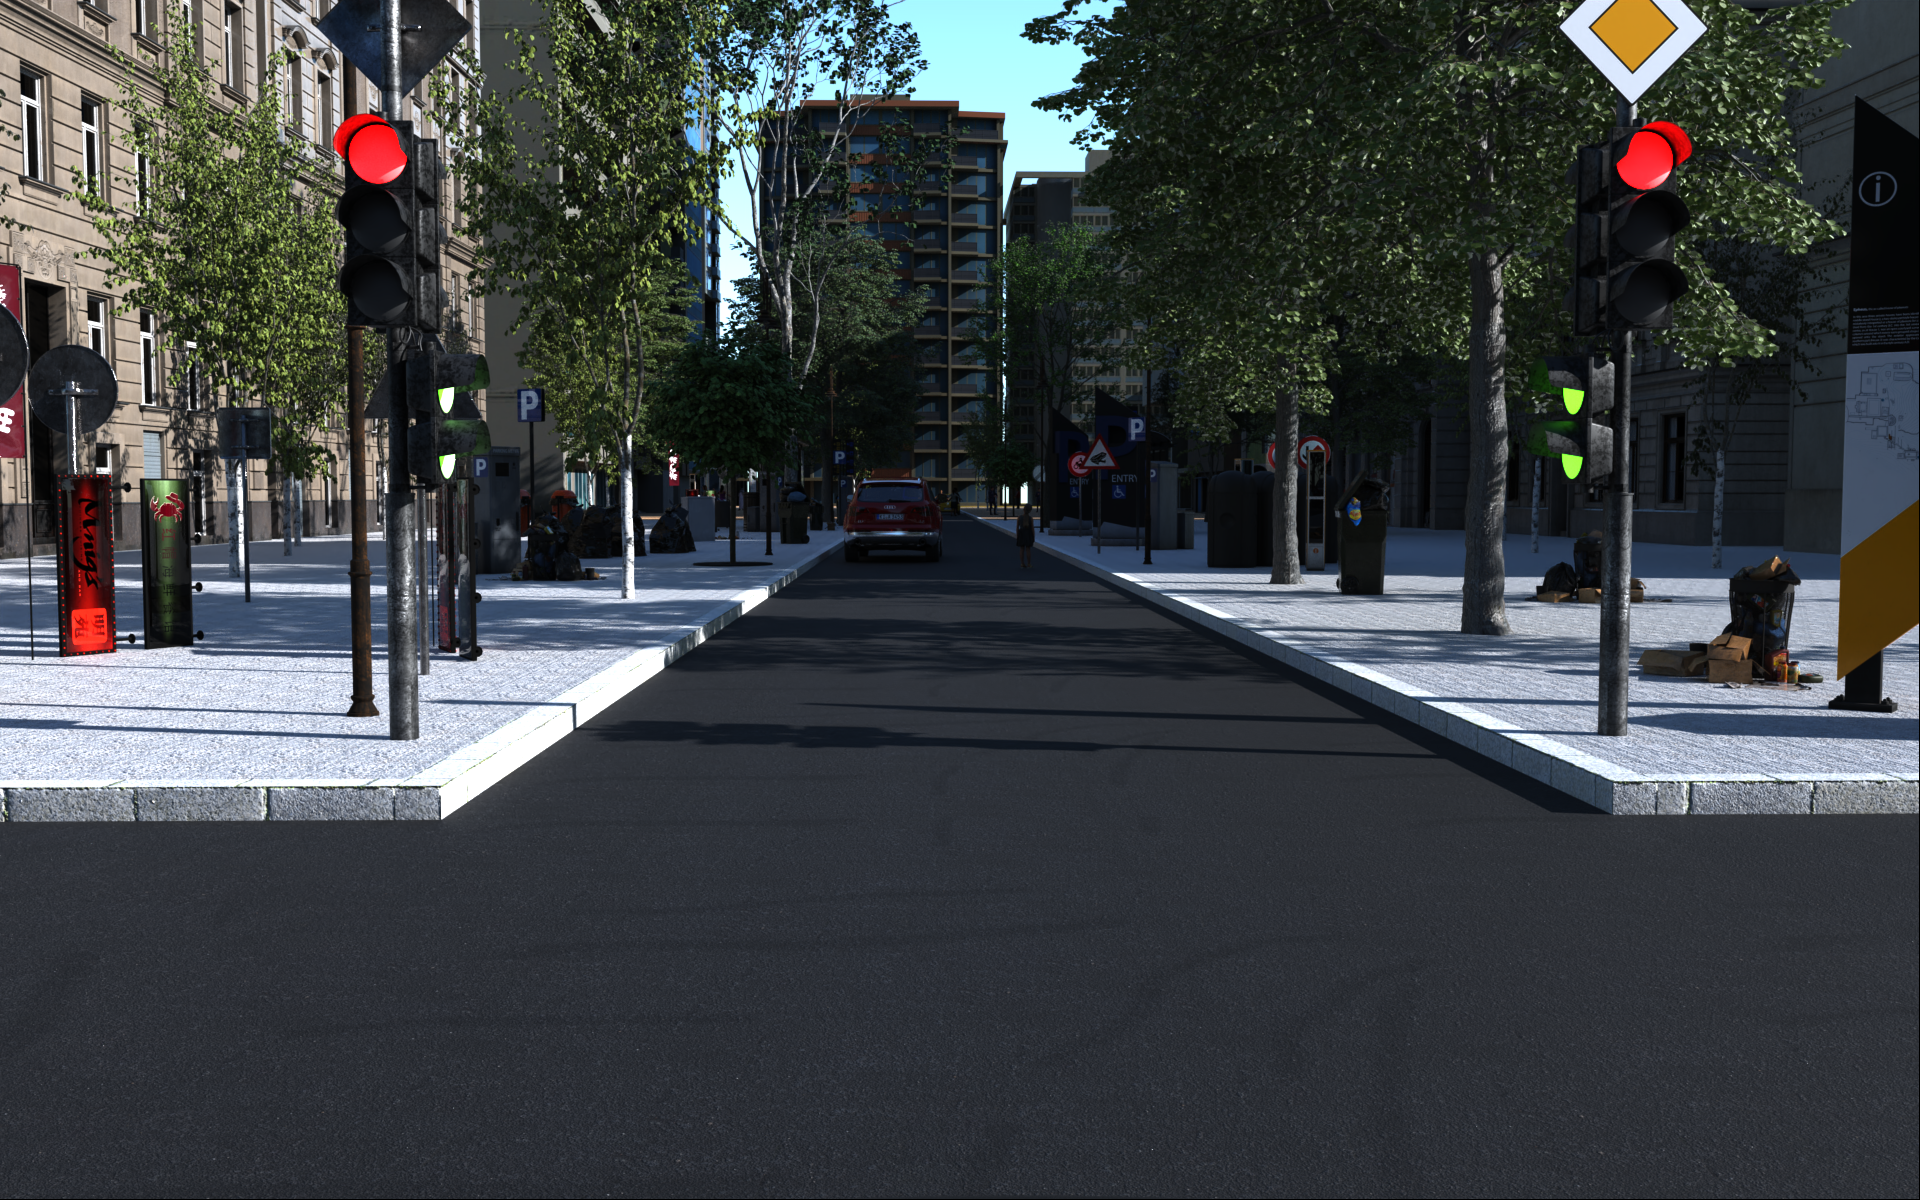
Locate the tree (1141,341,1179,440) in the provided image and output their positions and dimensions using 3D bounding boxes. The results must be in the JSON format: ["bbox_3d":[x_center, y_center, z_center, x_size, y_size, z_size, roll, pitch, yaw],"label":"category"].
[{"bbox_3d":[11.688,-8.855,79.188,7.601,10.594,8.767,1,4,12],"label":"tree"}]

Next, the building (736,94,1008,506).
[{"bbox_3d":[-9.458,-32.913,192.746,28.867,44.769,22.147,0,4,-1],"label":"building"}]

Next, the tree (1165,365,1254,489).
[{"bbox_3d":[10.446,-7.415,71.597,4.737,8.622,4.395,0,3,0],"label":"tree"}]

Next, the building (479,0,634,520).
[{"bbox_3d":[-30.487,-28.794,94.488,21.300,48.544,21.600,0,4,-1],"label":"building"}]

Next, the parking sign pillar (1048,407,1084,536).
[{"bbox_3d":[3.461,-3.993,53.756,1.447,3.967,1.447,-2,4,-26],"label":"parking sign pillar"}]

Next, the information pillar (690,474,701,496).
[{"bbox_3d":[-9.606,-3.575,62.943,0.304,2.012,0.304,3,5,43],"label":"information pillar"}]

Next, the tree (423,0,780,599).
[{"bbox_3d":[-4.314,-4.319,20.981,4.737,8.622,4.395,0,3,0],"label":"tree"}]

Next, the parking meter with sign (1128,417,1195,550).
[{"bbox_3d":[4.675,-2.668,39.880,1.738,3.016,0.543,-3,5,-40],"label":"parking meter with sign"}]

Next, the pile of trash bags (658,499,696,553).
[{"bbox_3d":[-7.522,-1.755,38.446,3.447,1.369,1.912,1,4,15],"label":"pile of trash bags"}]

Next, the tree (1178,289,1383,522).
[{"bbox_3d":[12.144,-7.967,64.678,7.601,10.594,8.767,0,4,8],"label":"tree"}]

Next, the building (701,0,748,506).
[{"bbox_3d":[-39.577,-53.691,190.521,31.000,86.520,22.319,0,4,-1],"label":"building"}]

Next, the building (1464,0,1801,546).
[{"bbox_3d":[22.612,-11.416,51.286,10.561,19.102,19.286,0,4,-1],"label":"building"}]

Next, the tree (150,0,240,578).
[{"bbox_3d":[-11.125,-4.638,26.199,4.737,8.622,4.395,0,3,0],"label":"tree"}]

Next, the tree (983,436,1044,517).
[{"bbox_3d":[2.967,-6.979,97.814,4.285,4.588,4.351,0,3,0],"label":"tree"}]

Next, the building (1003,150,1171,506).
[{"bbox_3d":[17.254,-30.961,198.092,23.993,40.220,32.217,0,4,-1],"label":"building"}]

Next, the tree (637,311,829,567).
[{"bbox_3d":[-4.059,-2.902,31.164,4.285,4.588,4.351,0,3,0],"label":"tree"}]

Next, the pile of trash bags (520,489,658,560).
[{"bbox_3d":[-7.913,-1.524,34.677,1.912,1.369,3.447,2,4,25],"label":"pile of trash bags"}]

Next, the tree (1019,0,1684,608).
[{"bbox_3d":[4.729,-6.475,23.995,7.486,12.596,7.792,0,3,0],"label":"tree"}]

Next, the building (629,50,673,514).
[{"bbox_3d":[-26.860,-20.871,112.948,14.160,30.474,14.107,0,4,-1],"label":"building"}]

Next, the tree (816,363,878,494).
[{"bbox_3d":[-5.747,-8.668,92.082,4.737,8.622,4.395,0,3,0],"label":"tree"}]

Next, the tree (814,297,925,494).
[{"bbox_3d":[-5.863,-11.075,99.209,7.486,12.596,7.792,0,3,0],"label":"tree"}]

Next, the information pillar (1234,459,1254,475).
[{"bbox_3d":[5.893,-1.925,35.961,0.304,2.012,0.304,-1,4,-17],"label":"information pillar"}]

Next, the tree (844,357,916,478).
[{"bbox_3d":[-6.781,-12.525,130.541,9.928,11.665,9.643,0,3,0],"label":"tree"}]

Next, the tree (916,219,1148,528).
[{"bbox_3d":[3.419,-8.544,65.442,9.928,11.665,9.643,0,3,0],"label":"tree"}]

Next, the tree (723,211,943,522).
[{"bbox_3d":[-5.941,-10.526,78.758,9.857,13.997,8.962,0,3,0],"label":"tree"}]

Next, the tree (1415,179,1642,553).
[{"bbox_3d":[12.698,-5.348,37.795,4.737,8.622,4.395,0,3,0],"label":"tree"}]

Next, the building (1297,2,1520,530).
[{"bbox_3d":[22.567,-14.133,72.881,13.314,21.916,24.055,0,4,-1],"label":"building"}]

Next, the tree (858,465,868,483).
[{"bbox_3d":[-6.169,-7.061,110.046,1.663,3.219,1.824,0,3,0],"label":"tree"}]

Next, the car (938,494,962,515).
[{"bbox_3d":[-0.857,-6.713,119.978,2.015,1.641,3.980,0,4,-1],"label":"car"}]

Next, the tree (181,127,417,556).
[{"bbox_3d":[-13.777,-5.231,35.887,4.360,8.622,3.978,0,3,0],"label":"tree"}]

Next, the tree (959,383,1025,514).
[{"bbox_3d":[2.148,-10.017,114.136,4.737,8.622,4.395,0,3,0],"label":"tree"}]

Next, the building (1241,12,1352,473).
[{"bbox_3d":[22.878,-25.264,96.658,14.154,41.232,14.086,0,4,-1],"label":"building"}]

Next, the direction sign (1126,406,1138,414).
[{"bbox_3d":[4.203,-3.212,44.520,0.876,3.537,0.379,-2,4,-31],"label":"direction sign"}]

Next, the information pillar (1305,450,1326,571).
[{"bbox_3d":[5.953,-1.498,28.988,0.304,2.012,0.304,0,4,7],"label":"information pillar"}]

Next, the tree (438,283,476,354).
[{"bbox_3d":[-15.814,-5.983,48.188,4.360,8.622,3.978,0,3,0],"label":"tree"}]

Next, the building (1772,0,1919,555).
[{"bbox_3d":[32.930,-12.115,31.368,30.059,22.955,16.112,0,4,-1],"label":"building"}]

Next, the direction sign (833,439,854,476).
[{"bbox_3d":[-4.831,-4.882,71.824,0.876,3.537,0.379,0,4,-5],"label":"direction sign"}]

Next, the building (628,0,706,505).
[{"bbox_3d":[-28.315,-29.821,137.690,14.200,45.320,14.600,0,4,-1],"label":"building"}]

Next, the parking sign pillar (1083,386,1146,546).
[{"bbox_3d":[3.976,-3.335,43.007,1.447,3.967,1.447,1,4,14],"label":"parking sign pillar"}]

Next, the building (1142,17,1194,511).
[{"bbox_3d":[29.041,-33.204,132.116,28.713,52.752,27.495,0,4,-1],"label":"building"}]

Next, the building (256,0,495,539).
[{"bbox_3d":[-25.348,-16.102,60.531,12.463,27.353,25.104,0,4,-1],"label":"building"}]

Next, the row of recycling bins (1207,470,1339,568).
[{"bbox_3d":[5.748,-1.481,31.332,1.069,1.692,3.534,3,5,44],"label":"row of recycling bins"}]

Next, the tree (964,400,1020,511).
[{"bbox_3d":[2.344,-11.140,132.505,4.360,8.622,3.978,0,3,0],"label":"tree"}]

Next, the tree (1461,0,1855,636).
[{"bbox_3d":[4.422,-5.956,15.514,7.486,12.596,7.792,0,3,0],"label":"tree"}]

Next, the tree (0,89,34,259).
[{"bbox_3d":[-13.285,-4.268,20.137,4.360,8.622,3.978,0,3,0],"label":"tree"}]

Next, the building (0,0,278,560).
[{"bbox_3d":[-24.491,-14.546,35.091,12.463,27.353,25.104,0,4,-1],"label":"building"}]

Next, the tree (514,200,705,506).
[{"bbox_3d":[-13.584,-9.127,67.360,7.486,12.596,7.792,0,3,0],"label":"tree"}]

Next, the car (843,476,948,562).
[{"bbox_3d":[-1.422,-1.807,38.221,2.281,1.827,5.304,0,4,1],"label":"car"}]

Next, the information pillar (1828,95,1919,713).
[{"bbox_3d":[5.443,-1.150,10.156,0.504,3.616,0.183,3,4,37],"label":"information pillar"}]

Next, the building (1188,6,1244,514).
[{"bbox_3d":[22.752,-28.204,111.248,14.600,45.320,14.200,0,4,-1],"label":"building"}]

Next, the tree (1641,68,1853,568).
[{"bbox_3d":[13.306,-4.854,29.728,4.360,8.622,3.978,0,3,0],"label":"tree"}]

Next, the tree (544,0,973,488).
[{"bbox_3d":[-5.834,-11.780,48.484,12.611,20.169,13.585,0,3,0],"label":"tree"}]
